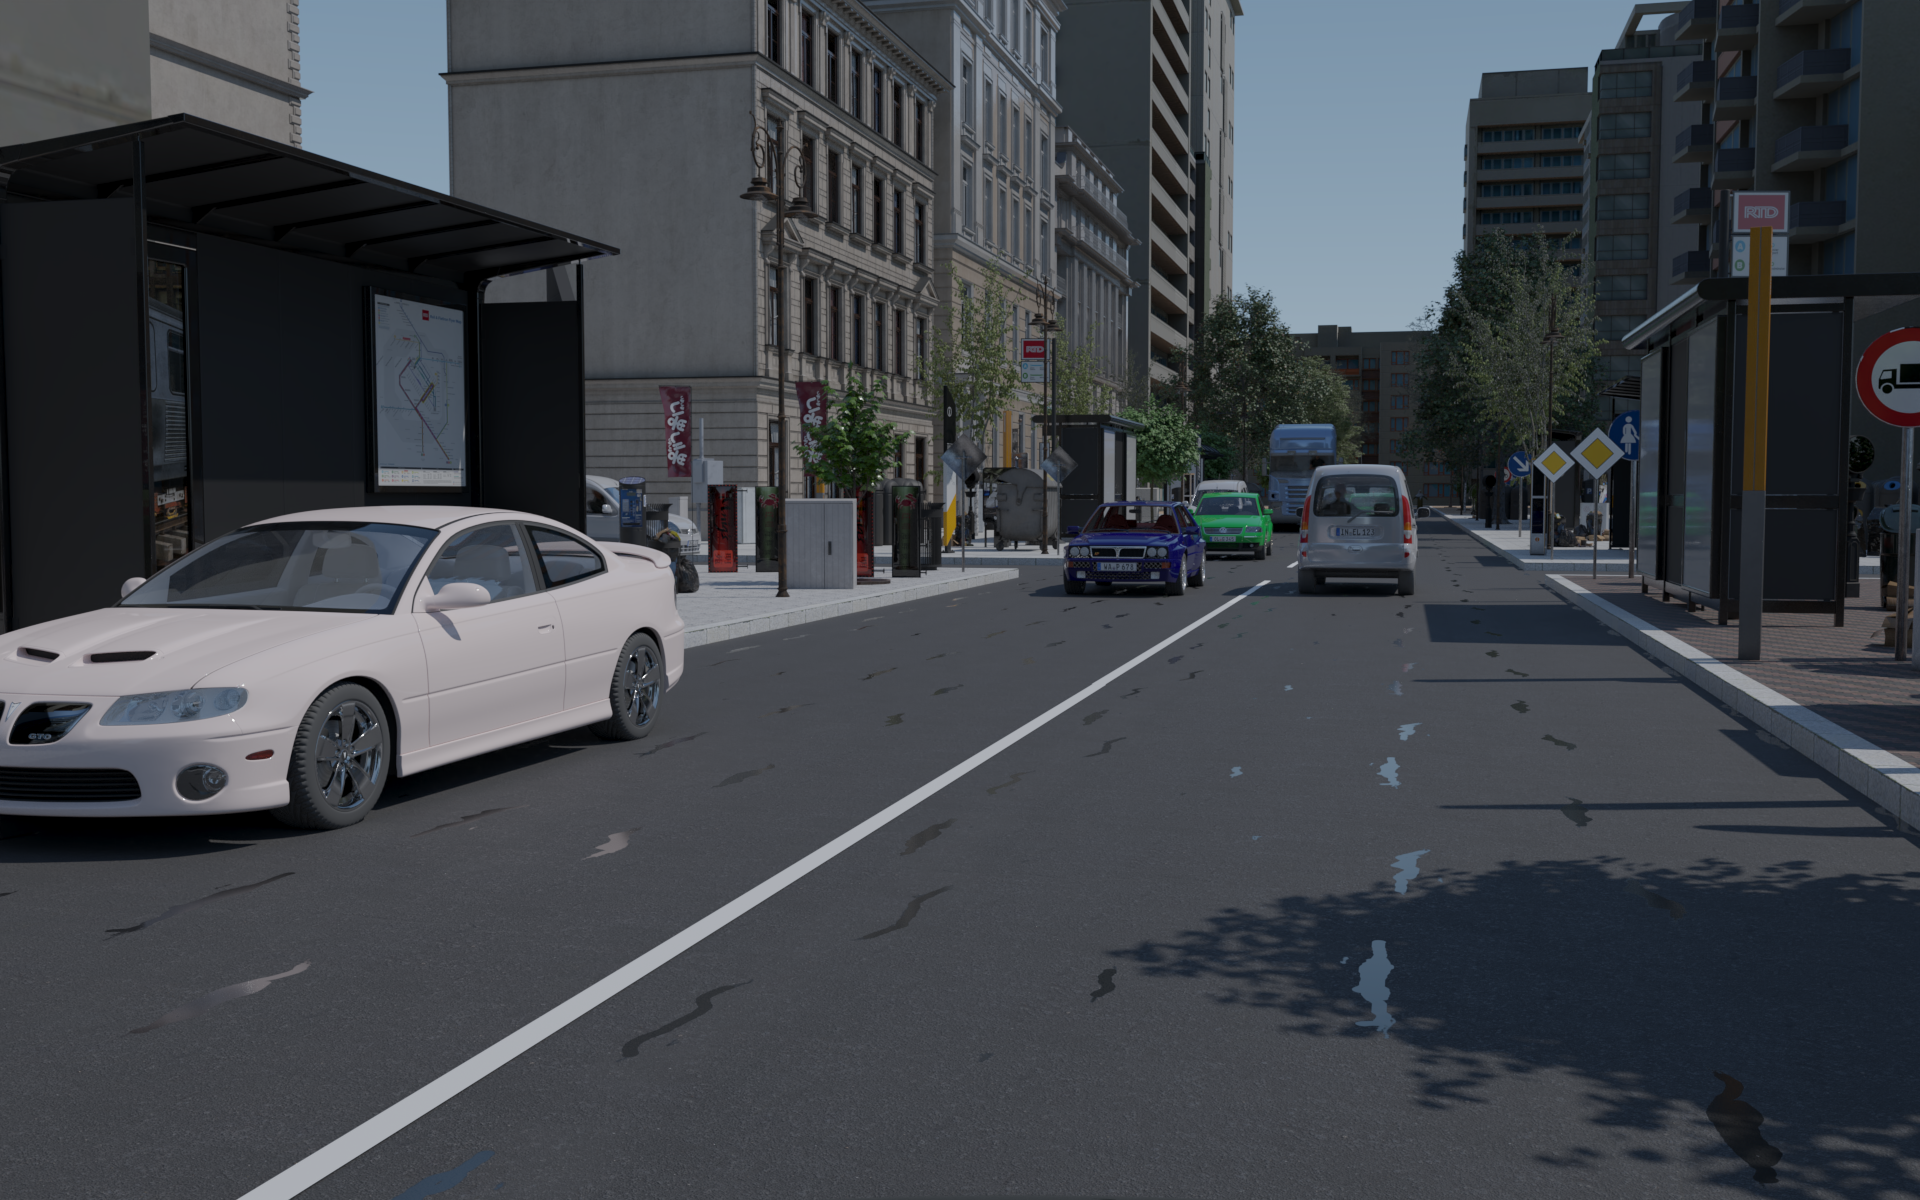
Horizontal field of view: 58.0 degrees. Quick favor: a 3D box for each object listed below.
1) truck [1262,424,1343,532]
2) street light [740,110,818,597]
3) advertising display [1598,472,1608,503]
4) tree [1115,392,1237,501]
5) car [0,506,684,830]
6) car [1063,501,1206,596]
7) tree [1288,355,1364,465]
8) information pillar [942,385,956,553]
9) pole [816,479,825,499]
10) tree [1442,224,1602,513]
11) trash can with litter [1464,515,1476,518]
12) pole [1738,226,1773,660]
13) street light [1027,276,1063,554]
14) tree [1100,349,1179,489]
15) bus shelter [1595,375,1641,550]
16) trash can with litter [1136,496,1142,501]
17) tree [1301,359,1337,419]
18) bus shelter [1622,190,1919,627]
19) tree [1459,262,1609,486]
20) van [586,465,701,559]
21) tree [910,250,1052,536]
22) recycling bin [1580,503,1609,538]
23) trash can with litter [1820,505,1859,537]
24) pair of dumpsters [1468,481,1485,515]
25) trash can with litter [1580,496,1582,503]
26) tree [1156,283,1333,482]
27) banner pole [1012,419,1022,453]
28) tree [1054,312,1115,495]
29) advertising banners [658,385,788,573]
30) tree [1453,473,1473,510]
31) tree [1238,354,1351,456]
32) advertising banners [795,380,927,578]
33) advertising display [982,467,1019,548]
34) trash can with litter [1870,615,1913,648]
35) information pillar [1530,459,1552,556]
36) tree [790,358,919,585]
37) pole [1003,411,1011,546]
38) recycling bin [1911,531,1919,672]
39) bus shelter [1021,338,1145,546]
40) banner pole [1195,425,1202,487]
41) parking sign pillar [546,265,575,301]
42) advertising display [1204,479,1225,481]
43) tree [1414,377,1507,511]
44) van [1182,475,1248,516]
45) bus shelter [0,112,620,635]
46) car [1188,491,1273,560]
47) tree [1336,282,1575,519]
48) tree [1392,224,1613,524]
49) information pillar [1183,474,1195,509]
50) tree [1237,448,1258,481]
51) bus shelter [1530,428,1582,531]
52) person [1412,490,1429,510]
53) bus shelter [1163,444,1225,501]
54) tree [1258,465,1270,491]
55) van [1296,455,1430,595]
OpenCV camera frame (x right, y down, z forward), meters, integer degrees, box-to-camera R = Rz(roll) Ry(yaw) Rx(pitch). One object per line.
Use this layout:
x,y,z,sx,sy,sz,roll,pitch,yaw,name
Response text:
14.569,-5.055,72.411,2.967,4.110,18.799,1,4,13,truck
-2.210,-2.973,21.403,0.468,5.910,1.993,1,4,14,street light
18.856,-2.797,50.939,0.123,1.923,0.974,2,4,34,advertising display
6.215,-4.429,56.131,4.285,4.588,4.351,0,3,0,tree
-3.098,0.201,9.076,2.083,1.381,4.827,1,4,16,car
2.648,-0.810,25.822,1.945,1.354,3.894,1,4,14,car
29.085,-13.683,141.842,7.486,12.596,7.792,0,3,0,tree
-0.230,-2.824,37.534,0.183,3.616,0.504,2,4,24,information pillar
-3.207,-2.812,39.814,0.158,3.312,0.155,0,3,0,pole
15.291,-5.884,46.572,4.360,8.622,3.978,0,3,0,tree
28.302,-5.037,93.413,1.678,1.210,2.233,-3,4,-38,trash can with litter
6.131,-1.193,13.349,0.158,3.312,0.155,0,3,0,pole
1.815,-3.917,36.830,0.468,5.910,1.993,1,4,14,street light
8.986,-8.341,86.741,4.360,8.622,3.978,0,3,0,tree
14.761,-2.796,37.004,1.731,3.624,6.357,1,4,15,bus shelter
7.205,-3.793,73.072,1.678,1.210,2.233,1,4,11,trash can with litter
32.213,-14.893,153.868,12.009,13.543,11.850,0,3,0,tree
9.268,-2.638,20.759,2.179,5.291,8.768,1,4,14,bus shelter
18.075,-6.376,54.615,4.737,8.622,4.395,0,3,0,tree
-7.252,-1.693,34.689,4.112,2.044,2.013,1,4,14,van
0.466,-6.273,52.931,4.737,8.622,4.395,0,3,0,tree
17.998,-2.237,49.133,0.722,1.027,0.722,2,4,24,recycling bin
12.516,-0.826,24.890,0.624,1.170,1.055,1,4,19,trash can with litter
31.424,-6.208,103.996,1.574,2.255,4.437,1,4,14,pair of dumpsters
35.742,-5.378,98.992,2.233,1.210,1.678,-1,4,-10,trash can with litter
15.524,-10.854,94.474,9.611,12.733,9.660,0,3,0,tree
1.907,-4.155,57.947,0.401,3.779,0.863,-2,4,-24,banner pole
4.456,-7.282,69.427,4.737,8.622,4.395,0,3,0,tree
-3.832,-1.954,28.139,2.074,3.025,0.090,-1,4,-12,advertising banners
41.565,-9.049,142.546,1.663,3.219,1.824,0,3,0,tree
19.958,-10.582,107.426,8.767,10.594,7.601,1,4,10,tree
-1.533,-1.862,26.624,2.074,3.025,0.090,1,4,11,advertising banners
0.993,-2.224,41.572,0.974,1.923,0.123,2,4,29,advertising display
8.146,-0.180,14.327,1.055,1.170,0.624,3,5,39,trash can with litter
12.107,-1.939,36.201,0.304,2.012,0.304,2,4,28,information pillar
-1.548,-1.855,24.926,1.663,3.219,1.824,0,3,0,tree
1.156,-2.974,42.474,0.158,3.312,0.155,0,3,0,pole
7.389,0.002,12.518,0.722,1.027,0.722,-3,5,-45,recycling bin
3.287,-4.246,47.055,2.179,5.291,8.768,1,4,15,bus shelter
8.734,-4.494,63.488,0.401,3.779,0.863,1,4,21,banner pole
-4.306,-1.823,18.274,1.447,3.967,1.447,-1,4,-22,parking sign pillar
10.520,-4.080,71.930,0.974,1.923,0.123,0,4,-6,advertising display
39.579,-12.812,135.234,9.928,11.665,9.643,0,3,0,tree
7.578,-2.672,50.705,2.013,2.044,4.112,1,4,15,van
-4.849,-1.386,13.937,1.731,3.624,6.357,1,4,14,bus shelter
6.112,-1.859,39.190,1.959,1.807,4.718,1,4,13,car
27.249,-10.991,90.071,12.009,13.543,11.850,0,3,0,tree
23.135,-9.578,73.602,9.611,12.733,9.660,0,3,0,tree
8.242,-3.542,62.396,0.304,2.012,0.304,2,4,34,information pillar
10.668,-5.668,76.390,4.285,4.588,4.351,0,3,0,tree
21.726,-4.430,63.713,1.731,3.624,6.357,1,4,14,bus shelter
33.453,-7.133,125.855,1.217,1.736,0.721,0,4,-4,person
9.097,-4.534,68.049,2.014,3.302,5.546,1,4,14,bus shelter
21.418,-8.203,117.826,4.285,4.588,4.351,0,3,0,tree
6.037,-1.167,26.097,2.013,2.044,4.112,1,4,15,van
